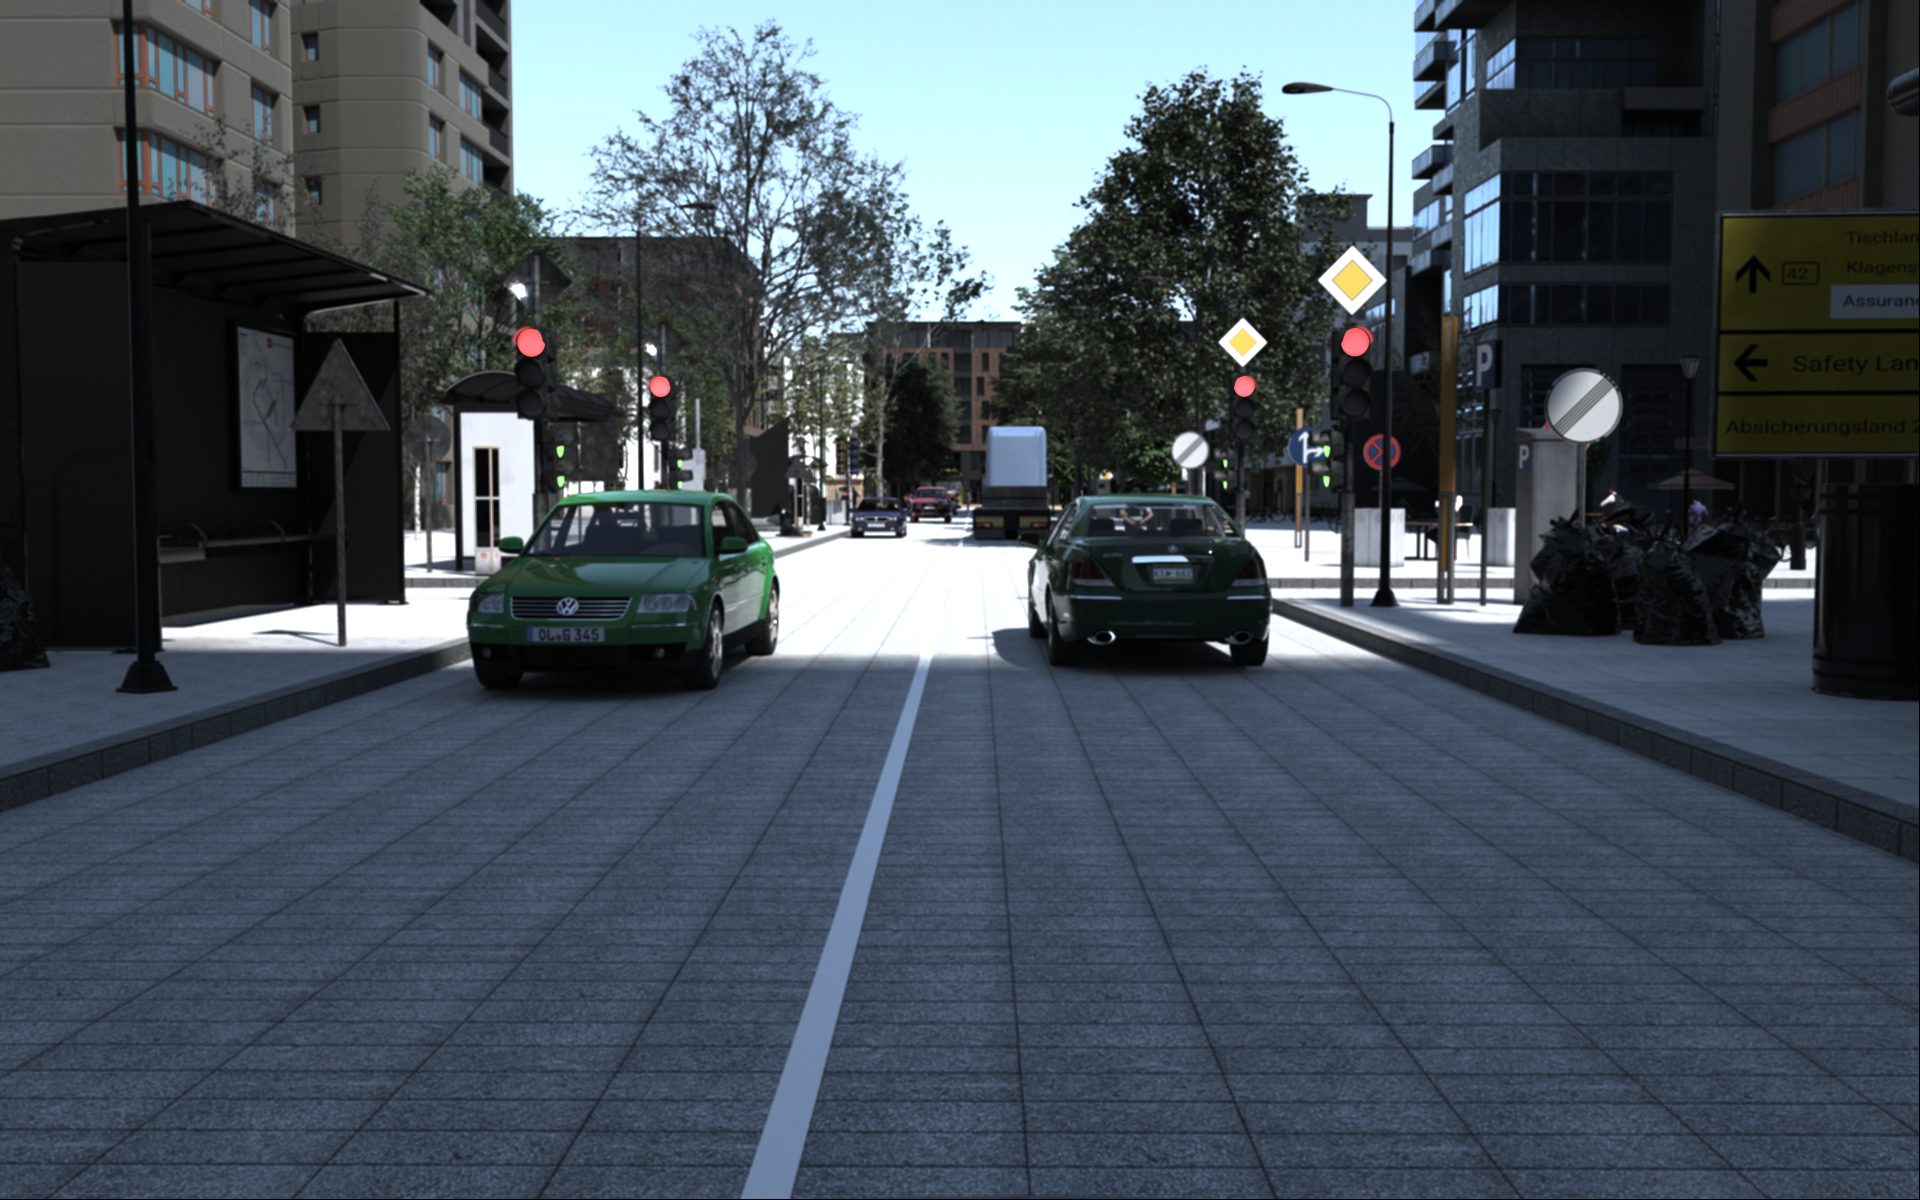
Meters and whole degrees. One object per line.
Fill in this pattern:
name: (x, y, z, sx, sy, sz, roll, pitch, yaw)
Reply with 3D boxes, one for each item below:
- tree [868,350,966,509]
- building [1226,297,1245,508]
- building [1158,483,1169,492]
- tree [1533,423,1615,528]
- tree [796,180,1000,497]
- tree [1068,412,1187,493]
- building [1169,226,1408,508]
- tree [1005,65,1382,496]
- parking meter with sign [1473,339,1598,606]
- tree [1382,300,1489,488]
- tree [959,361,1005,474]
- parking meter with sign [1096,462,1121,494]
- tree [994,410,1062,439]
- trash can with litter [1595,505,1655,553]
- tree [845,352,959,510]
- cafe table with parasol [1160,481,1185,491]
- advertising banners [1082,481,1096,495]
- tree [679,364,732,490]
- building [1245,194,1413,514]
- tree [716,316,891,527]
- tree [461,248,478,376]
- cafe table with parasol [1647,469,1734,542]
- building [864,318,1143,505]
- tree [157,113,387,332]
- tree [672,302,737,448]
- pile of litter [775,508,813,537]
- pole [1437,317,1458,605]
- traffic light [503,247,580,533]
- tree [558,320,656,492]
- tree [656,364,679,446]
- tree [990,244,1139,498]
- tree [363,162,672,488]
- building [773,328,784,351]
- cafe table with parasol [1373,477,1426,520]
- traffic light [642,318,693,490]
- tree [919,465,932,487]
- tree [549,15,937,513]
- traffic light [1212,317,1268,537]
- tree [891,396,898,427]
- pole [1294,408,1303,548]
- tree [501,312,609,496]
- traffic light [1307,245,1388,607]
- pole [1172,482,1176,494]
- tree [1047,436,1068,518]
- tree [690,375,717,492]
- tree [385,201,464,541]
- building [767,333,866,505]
tree: (-4.299, -15.066, 152.987, 9.857, 13.997, 8.962, 0, 3, 0)
building: (27.695, -16.511, 126.376, 16.016, 20.091, 11.380, 0, 4, 0)
building: (37.683, -22.655, 214.383, 32.646, 21.610, 27.936, 0, 4, 0)
tree: (23.127, -5.020, 65.784, 4.285, 4.588, 4.351, 0, 3, 0)
tree: (-3.825, -15.083, 102.493, 12.611, 20.169, 13.585, 0, 3, 0)
tree: (6.519, -4.498, 57.258, 4.285, 4.588, 4.351, 0, 3, 0)
building: (34.059, -18.633, 148.632, 27.936, 21.610, 32.646, 0, 4, 0)
tree: (6.356, -7.922, 46.526, 9.611, 12.733, 9.660, 0, 3, 0)
parking meter with sign: (6.825, -1.448, 19.943, 1.738, 3.016, 0.543, -1, 4, -9)
tree: (18.152, -7.022, 65.168, 4.360, 8.622, 3.978, 0, 3, 0)
tree: (5.867, -12.403, 119.801, 9.611, 12.733, 9.660, 0, 3, 0)
parking meter with sign: (7.082, -5.466, 85.628, 1.738, 3.016, 0.543, 0, 4, 5)
tree: (6.207, -12.103, 132.298, 8.767, 10.594, 7.601, 1, 4, 20)
trash can with litter: (6.907, -0.434, 18.480, 0.624, 1.170, 1.055, -1, 4, -14)
tree: (-4.664, -13.659, 140.332, 9.611, 12.733, 9.660, 0, 3, 0)
cafe table with parasol: (10.795, -4.970, 86.128, 2.610, 1.966, 2.610, 3, 4, 37)
advertising banners: (7.741, -6.403, 100.873, 2.074, 3.025, 0.090, -3, 5, -43)
tree: (-14.285, -8.830, 94.736, 4.360, 8.622, 3.978, 0, 3, 0)
building: (28.106, -15.816, 115.014, 16.016, 20.091, 11.380, 0, 4, 0)
tree: (-5.959, -7.084, 66.183, 4.737, 8.622, 4.395, 0, 3, 0)
tree: (-15.009, -5.928, 47.285, 4.360, 8.622, 3.978, 0, 3, 0)
cafe table with parasol: (19.709, -2.565, 46.803, 2.610, 1.966, 2.610, -1, 4, -20)
building: (5.045, -22.713, 215.328, 32.646, 21.610, 27.936, 0, 4, 0)
tree: (-14.108, -5.059, 33.084, 4.360, 8.622, 3.978, 0, 3, 0)
tree: (-14.674, -9.859, 86.950, 9.928, 11.665, 9.643, 0, 3, 0)
pile of litter: (-5.052, -2.370, 52.710, 1.176, 0.858, 1.719, 0, 4, -2)
pole: (5.648, -1.603, 20.056, 0.158, 3.312, 0.155, 0, 3, 0)
traffic light: (-4.795, -1.886, 19.763, 0.839, 4.253, 0.868, 0, 4, 0)
tree: (-15.427, -7.486, 72.756, 4.360, 8.622, 3.978, 0, 3, 0)
tree: (-15.849, -7.962, 80.545, 4.360, 8.622, 3.978, 0, 3, 0)
tree: (5.238, -9.845, 79.091, 7.486, 12.596, 7.792, 0, 3, 0)
tree: (-15.247, -7.921, 55.270, 9.928, 11.665, 9.643, 0, 3, 0)
building: (-38.984, -22.705, 215.193, 32.646, 21.610, 27.936, 0, 4, 0)
cafe table with parasol: (17.679, -3.970, 69.773, 2.610, 1.966, 2.610, -2, 4, -27)
traffic light: (-4.725, -2.375, 27.747, 0.839, 4.253, 0.868, 0, 4, 0)
tree: (-4.009, -13.979, 178.920, 4.737, 8.622, 4.395, 0, 3, 0)
tree: (-5.690, -8.231, 44.940, 12.009, 13.543, 11.850, 0, 3, 0)
traffic light: (4.476, -2.371, 27.683, 0.839, 4.253, 0.868, 0, 4, 0)
tree: (-4.934, -7.853, 78.754, 4.737, 8.622, 4.395, 0, 3, 0)
pole: (8.066, -2.898, 41.222, 0.158, 3.312, 0.155, 0, 3, 0)
tree: (-15.216, -7.082, 66.157, 4.737, 8.622, 4.395, 0, 3, 0)
traffic light: (4.406, -1.882, 19.698, 0.839, 4.253, 0.868, 0, 4, 0)
pole: (7.433, -4.058, 60.189, 0.158, 3.312, 0.155, 0, 3, 0)
tree: (5.680, -6.664, 92.664, 4.285, 4.588, 4.351, 0, 3, 0)
tree: (-14.197, -9.213, 100.988, 4.737, 8.622, 4.395, 0, 3, 0)
tree: (-14.225, -5.525, 40.697, 4.360, 8.622, 3.978, 0, 3, 0)
building: (-17.026, -21.559, 208.909, 11.380, 20.091, 16.016, 0, 4, 0)
